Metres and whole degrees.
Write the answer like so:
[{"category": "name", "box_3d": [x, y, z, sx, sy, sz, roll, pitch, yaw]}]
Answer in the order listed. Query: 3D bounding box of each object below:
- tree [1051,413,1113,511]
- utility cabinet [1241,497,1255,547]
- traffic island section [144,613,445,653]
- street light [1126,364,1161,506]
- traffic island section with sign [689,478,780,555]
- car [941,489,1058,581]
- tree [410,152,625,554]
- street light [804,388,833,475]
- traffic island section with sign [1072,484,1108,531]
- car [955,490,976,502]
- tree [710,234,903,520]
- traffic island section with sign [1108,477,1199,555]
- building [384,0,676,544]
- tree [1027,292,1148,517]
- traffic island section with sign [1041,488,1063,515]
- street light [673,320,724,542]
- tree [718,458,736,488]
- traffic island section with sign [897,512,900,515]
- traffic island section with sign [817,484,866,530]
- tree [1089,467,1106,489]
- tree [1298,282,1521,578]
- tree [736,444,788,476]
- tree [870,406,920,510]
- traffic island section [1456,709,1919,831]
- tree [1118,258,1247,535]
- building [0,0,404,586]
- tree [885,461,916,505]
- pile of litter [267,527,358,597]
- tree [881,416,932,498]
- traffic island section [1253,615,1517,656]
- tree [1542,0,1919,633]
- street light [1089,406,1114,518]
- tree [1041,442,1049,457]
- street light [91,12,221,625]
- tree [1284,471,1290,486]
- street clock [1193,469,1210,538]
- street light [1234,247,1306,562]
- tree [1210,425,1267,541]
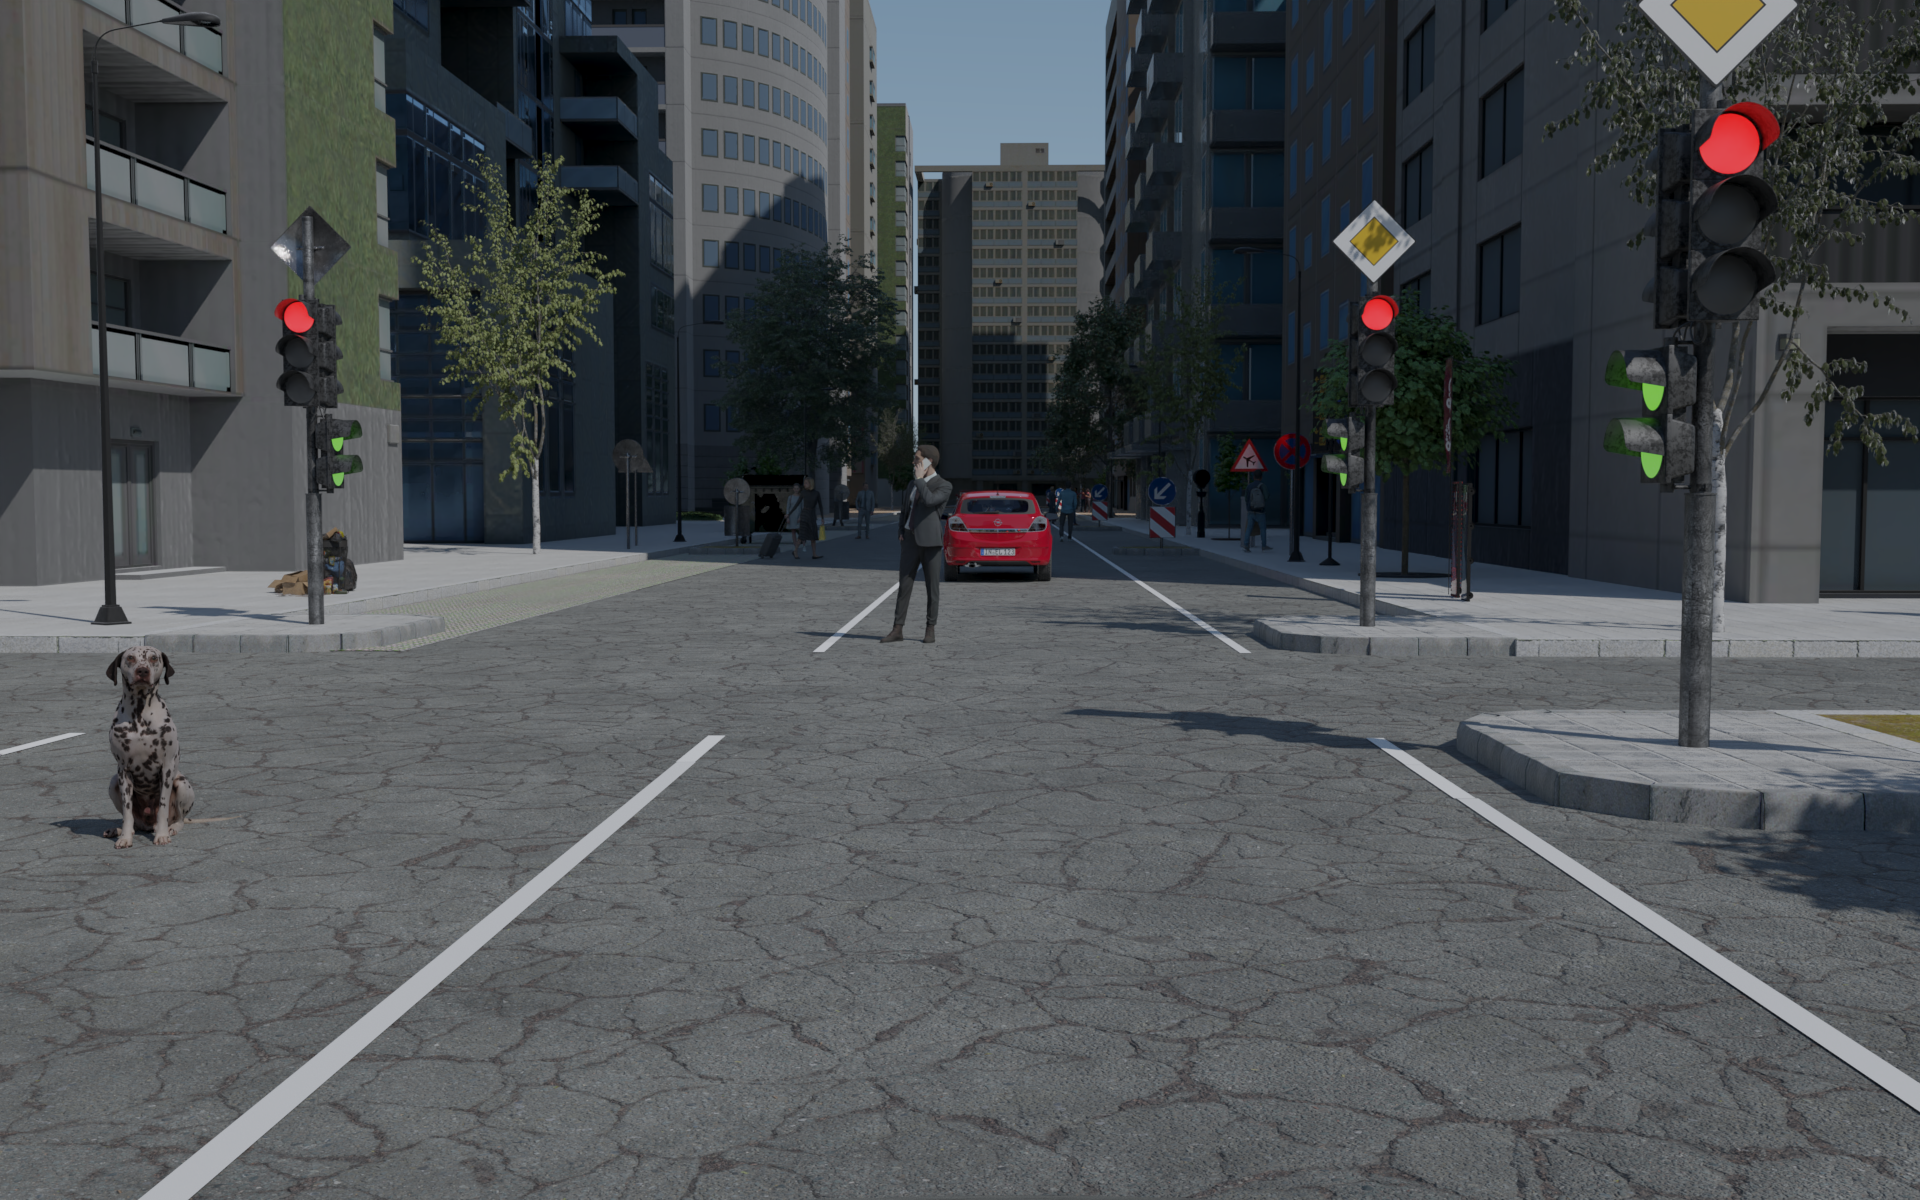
[{"category": "tree", "box_3d": [9.315, -10.978, 129.845, 4.360, 8.622, 3.978, 0, 3, 0]}, {"category": "utility cabinet", "box_3d": [7.004, -1.890, 42.059, 0.306, 1.237, 1.020, 1, 4, 13]}, {"category": "traffic island section", "box_3d": [-6.364, 0.318, 17.083, 2.009, 0.180, 2.903, 0, 4, 2]}, {"category": "street light", "box_3d": [6.631, -5.483, 62.188, 1.470, 5.913, 1.316, 0, 4, 2]}, {"category": "traffic island section with sign", "box_3d": [-5.378, -2.021, 41.669, 1.989, 1.847, 2.006, 0, 4, 2]}, {"category": "car", "box_3d": [0.642, -1.276, 29.908, 2.155, 1.783, 4.494, 0, 4, 1]}, {"category": "tree", "box_3d": [-9.254, -5.274, 36.590, 4.737, 8.622, 4.395, 0, 3, 0]}, {"category": "street light", "box_3d": [-6.230, -6.318, 75.835, 1.470, 5.913, 1.316, 0, 4, 2]}, {"category": "traffic island section with sign", "box_3d": [5.366, -3.655, 68.387, 1.989, 1.847, 2.006, 0, 4, 2]}, {"category": "car", "box_3d": [0.716, -9.306, 160.831, 2.281, 1.827, 5.304, 0, 4, 1]}, {"category": "tree", "box_3d": [-7.498, -10.926, 85.302, 9.857, 13.997, 8.962, 0, 3, 0]}, {"category": "traffic island section with sign", "box_3d": [4.655, -2.004, 41.391, 1.989, 1.847, 2.006, 0, 4, 2]}, {"category": "building", "box_3d": [-21.887, -45.546, 57.345, 22.319, 86.520, 31.000, 0, 4, 2]}, {"category": "tree", "box_3d": [8.588, -11.103, 98.543, 9.611, 12.733, 9.660, 0, 3, 0]}, {"category": "traffic island section with sign", "box_3d": [6.720, -6.721, 118.519, 1.989, 1.847, 2.006, 0, 4, 2]}, {"category": "street light", "box_3d": [-6.997, -4.516, 46.385, 1.470, 5.913, 1.316, 0, 4, 2]}, {"category": "tree", "box_3d": [-9.795, -5.096, 77.925, 1.663, 3.219, 1.824, 0, 3, 0]}, {"category": "traffic island section with sign", "box_3d": [-3.299, -6.746, 118.923, 1.989, 1.847, 2.006, 0, 4, 2]}, {"category": "traffic island section with sign", "box_3d": [-4.655, -3.669, 68.615, 1.989, 1.847, 2.006, 0, 4, 2]}, {"category": "tree", "box_3d": [9.939, -7.605, 118.947, 1.663, 3.219, 1.824, 0, 3, 0]}, {"category": "tree", "box_3d": [6.893, -2.650, 27.034, 4.285, 4.588, 4.351, 0, 3, 0]}, {"category": "tree", "box_3d": [-7.414, -4.376, 66.154, 1.663, 3.219, 1.824, 0, 3, 0]}, {"category": "tree", "box_3d": [-5.384, -11.559, 139.344, 4.360, 8.622, 3.978, 0, 3, 0]}, {"category": "traffic island section", "box_3d": [3.759, 0.823, 8.819, 2.009, 0.180, 2.903, 0, 4, 2]}, {"category": "tree", "box_3d": [7.156, -6.367, 54.456, 4.737, 8.622, 4.395, 0, 3, 0]}, {"category": "building", "box_3d": [-18.041, -20.934, 25.859, 14.154, 41.232, 14.086, 0, 4, 2]}, {"category": "tree", "box_3d": [-5.259, -10.542, 156.074, 4.285, 4.588, 4.351, 0, 3, 0]}, {"category": "pile of litter", "box_3d": [-8.400, -0.516, 22.404, 1.176, 0.858, 1.719, 0, 4, 6]}, {"category": "tree", "box_3d": [-5.630, -13.337, 168.420, 4.737, 8.622, 4.395, 0, 3, 0]}, {"category": "traffic island section", "box_3d": [3.973, 0.335, 16.802, 2.009, 0.180, 2.903, 0, 4, 2]}, {"category": "tree", "box_3d": [7.029, -3.990, 15.606, 4.360, 8.622, 3.978, 0, 3, 0]}, {"category": "street light", "box_3d": [7.499, -7.292, 91.767, 1.470, 5.913, 1.316, 0, 4, 2]}, {"category": "tree", "box_3d": [9.778, -12.985, 162.669, 4.360, 8.622, 3.978, 0, 3, 0]}, {"category": "street light", "box_3d": [-7.829, -2.712, 16.879, 1.470, 5.913, 1.316, 0, 4, 2]}, {"category": "tree", "box_3d": [11.736, -3.875, 57.962, 1.663, 3.219, 1.824, 0, 3, 0]}, {"category": "street clock", "box_3d": [7.087, -2.831, 50.851, 0.471, 2.002, 0.358, -1, 4, -13]}, {"category": "street light", "box_3d": [5.847, -3.682, 32.739, 1.470, 5.913, 1.316, 0, 4, 2]}, {"category": "tree", "box_3d": [7.427, -3.269, 48.052, 1.663, 3.219, 1.824, 0, 3, 0]}]
